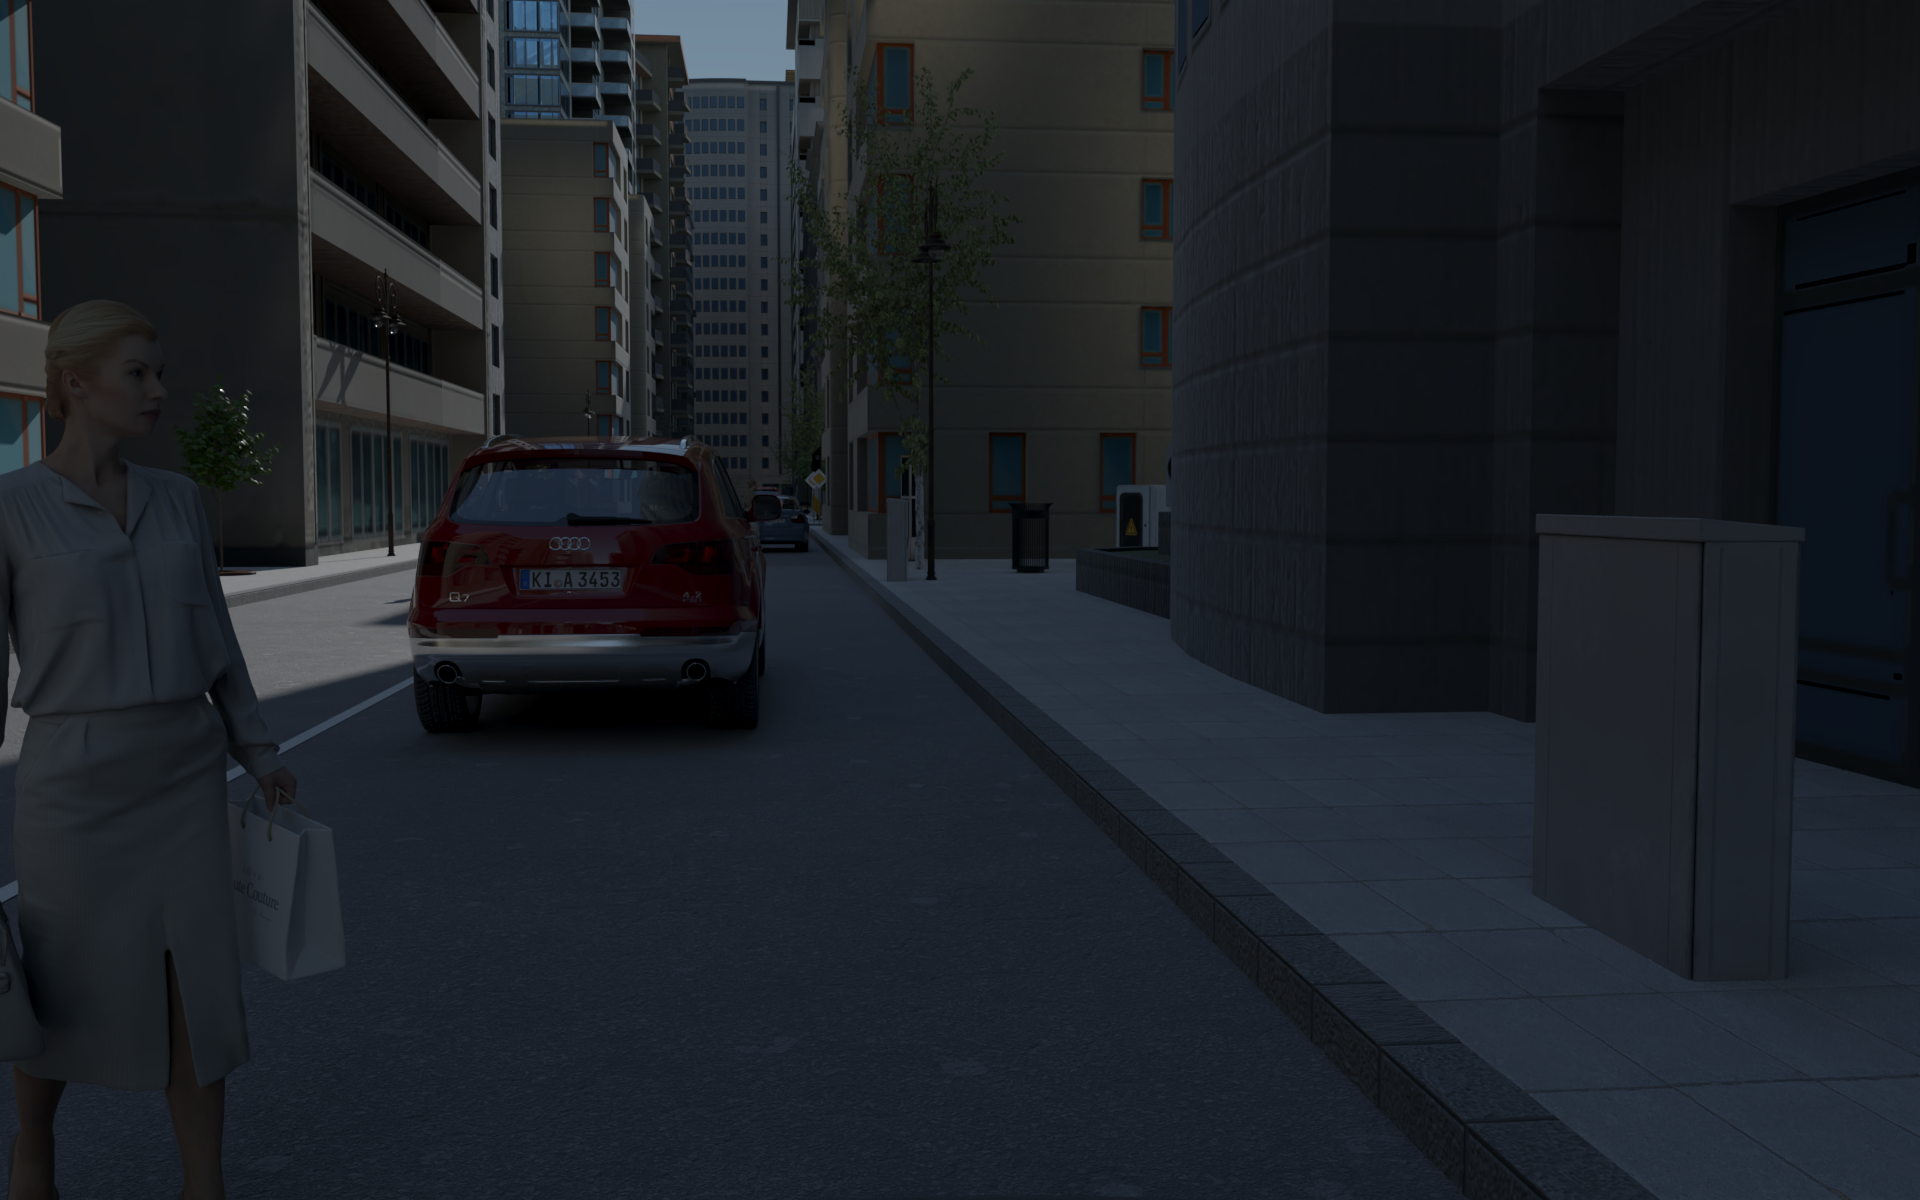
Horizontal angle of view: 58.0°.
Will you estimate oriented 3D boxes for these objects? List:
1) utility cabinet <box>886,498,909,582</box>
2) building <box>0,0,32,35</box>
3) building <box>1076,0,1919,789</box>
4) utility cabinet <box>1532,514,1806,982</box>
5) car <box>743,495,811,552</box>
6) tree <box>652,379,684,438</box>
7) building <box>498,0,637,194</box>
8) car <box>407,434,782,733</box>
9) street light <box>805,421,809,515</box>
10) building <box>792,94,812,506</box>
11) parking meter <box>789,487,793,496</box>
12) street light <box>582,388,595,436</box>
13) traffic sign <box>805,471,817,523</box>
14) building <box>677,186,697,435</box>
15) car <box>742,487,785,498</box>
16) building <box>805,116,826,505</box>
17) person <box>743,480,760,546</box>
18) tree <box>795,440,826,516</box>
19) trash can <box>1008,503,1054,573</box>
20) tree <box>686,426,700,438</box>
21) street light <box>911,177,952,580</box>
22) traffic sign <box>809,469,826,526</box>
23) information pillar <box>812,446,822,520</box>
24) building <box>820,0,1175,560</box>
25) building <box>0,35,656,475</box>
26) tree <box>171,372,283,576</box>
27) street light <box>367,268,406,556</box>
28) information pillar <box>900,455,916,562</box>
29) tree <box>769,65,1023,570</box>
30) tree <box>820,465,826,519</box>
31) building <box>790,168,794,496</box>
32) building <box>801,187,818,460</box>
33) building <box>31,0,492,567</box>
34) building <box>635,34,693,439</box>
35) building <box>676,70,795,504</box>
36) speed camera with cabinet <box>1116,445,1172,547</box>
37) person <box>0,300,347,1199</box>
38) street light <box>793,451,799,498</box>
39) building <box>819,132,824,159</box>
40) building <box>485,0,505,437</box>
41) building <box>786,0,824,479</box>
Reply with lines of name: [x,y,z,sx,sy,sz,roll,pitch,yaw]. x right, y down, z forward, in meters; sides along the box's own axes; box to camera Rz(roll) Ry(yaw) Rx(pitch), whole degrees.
utility cabinet: [-0.921,-0.897,25.834,0.306,1.237,1.020,0,4,0]
building: [-23.487,-9.825,5.674,27.650,21.520,28.899,0,4,-6]
building: [12.328,-28.713,11.449,21.231,58.520,28.212,0,4,-6]
utility cabinet: [2.022,0.375,5.037,0.306,1.237,1.020,0,4,-5]
car: [-4.777,-1.957,44.004,2.014,1.417,4.499,0,4,-8]
tree: [-20.325,-9.873,111.780,4.360,8.622,3.978,0,3,0]
building: [-34.521,-49.927,128.983,22.319,86.520,31.000,0,4,-6]
car: [-2.383,-0.204,12.016,2.281,1.827,5.304,0,4,-6]
street light: [-9.489,-8.247,107.623,0.468,5.910,1.993,0,4,-6]
building: [-8.718,-35.404,202.552,21.300,48.544,21.600,0,4,-6]
parking meter: [-14.251,-8.595,146.235,0.255,1.863,0.399,-1,4,-12]
street light: [-16.182,-6.286,75.564,0.468,5.910,1.993,0,4,-6]
traffic sign: [-6.453,-4.453,76.445,0.795,2.450,0.064,0,4,-6]
building: [-44.003,-31.583,208.271,23.993,40.220,32.217,0,4,-6]
car: [-10.258,-5.007,90.538,2.281,1.827,5.304,0,4,-8]
building: [-3.052,-20.122,116.388,14.401,28.519,23.554,0,4,-6]
person: [-4.842,-1.934,40.668,0.362,1.759,0.519,-3,5,-41]
tree: [-7.961,-7.178,101.067,4.285,4.588,4.351,0,3,0]
trash can: [1.148,-1.013,28.213,0.748,1.137,0.748,0,3,0]
tree: [-29.398,-14.338,184.791,4.360,8.622,3.978,0,3,0]
street light: [-0.429,-3.234,25.664,0.468,5.910,1.993,0,4,-6]
traffic sign: [-5.574,-3.967,68.508,0.795,2.450,0.064,0,4,-6]
information pillar: [-7.006,-5.712,84.746,0.504,3.616,0.183,2,4,29]
building: [10.354,-12.479,49.070,27.650,21.520,28.899,0,4,-6]
building: [-31.350,-15.178,93.207,27.650,21.520,28.899,0,4,-6]
tree: [-11.622,-2.012,27.506,1.663,3.219,1.824,0,3,0]
street light: [-11.753,-3.843,35.614,0.468,5.910,1.993,0,4,-6]
information pillar: [-0.924,-1.745,33.028,0.304,2.012,0.304,-3,5,-39]
tree: [-0.908,-4.817,29.112,4.737,8.622,4.395,0,3,0]
tree: [-6.724,-5.833,89.967,1.663,3.219,1.824,0,3,0]
building: [-14.442,-32.813,220.090,14.154,41.232,14.086,0,4,-6]
building: [-5.404,-21.194,140.036,14.314,27.812,24.014,0,4,-6]
building: [-23.255,-25.355,38.264,21.300,48.544,21.600,0,4,-6]
building: [-36.686,-31.071,162.633,22.147,44.769,28.867,0,4,-6]
building: [-31.468,-42.875,243.007,28.212,58.520,21.231,0,4,-6]
speed camera with cabinet: [3.653,-2.247,31.071,0.660,3.252,2.038,-2,4,-34]
person: [-1.562,0.343,3.240,0.694,1.780,0.624,-3,4,-38]
street light: [-14.230,-10.864,150.411,0.468,5.910,1.993,0,4,-6]
building: [4.094,-15.081,82.728,21.152,22.565,11.583,0,4,-6]
building: [-23.605,-17.635,60.028,14.107,30.474,14.160,0,4,-6]
building: [-3.209,-36.023,178.217,28.713,52.752,27.495,0,4,-6]
